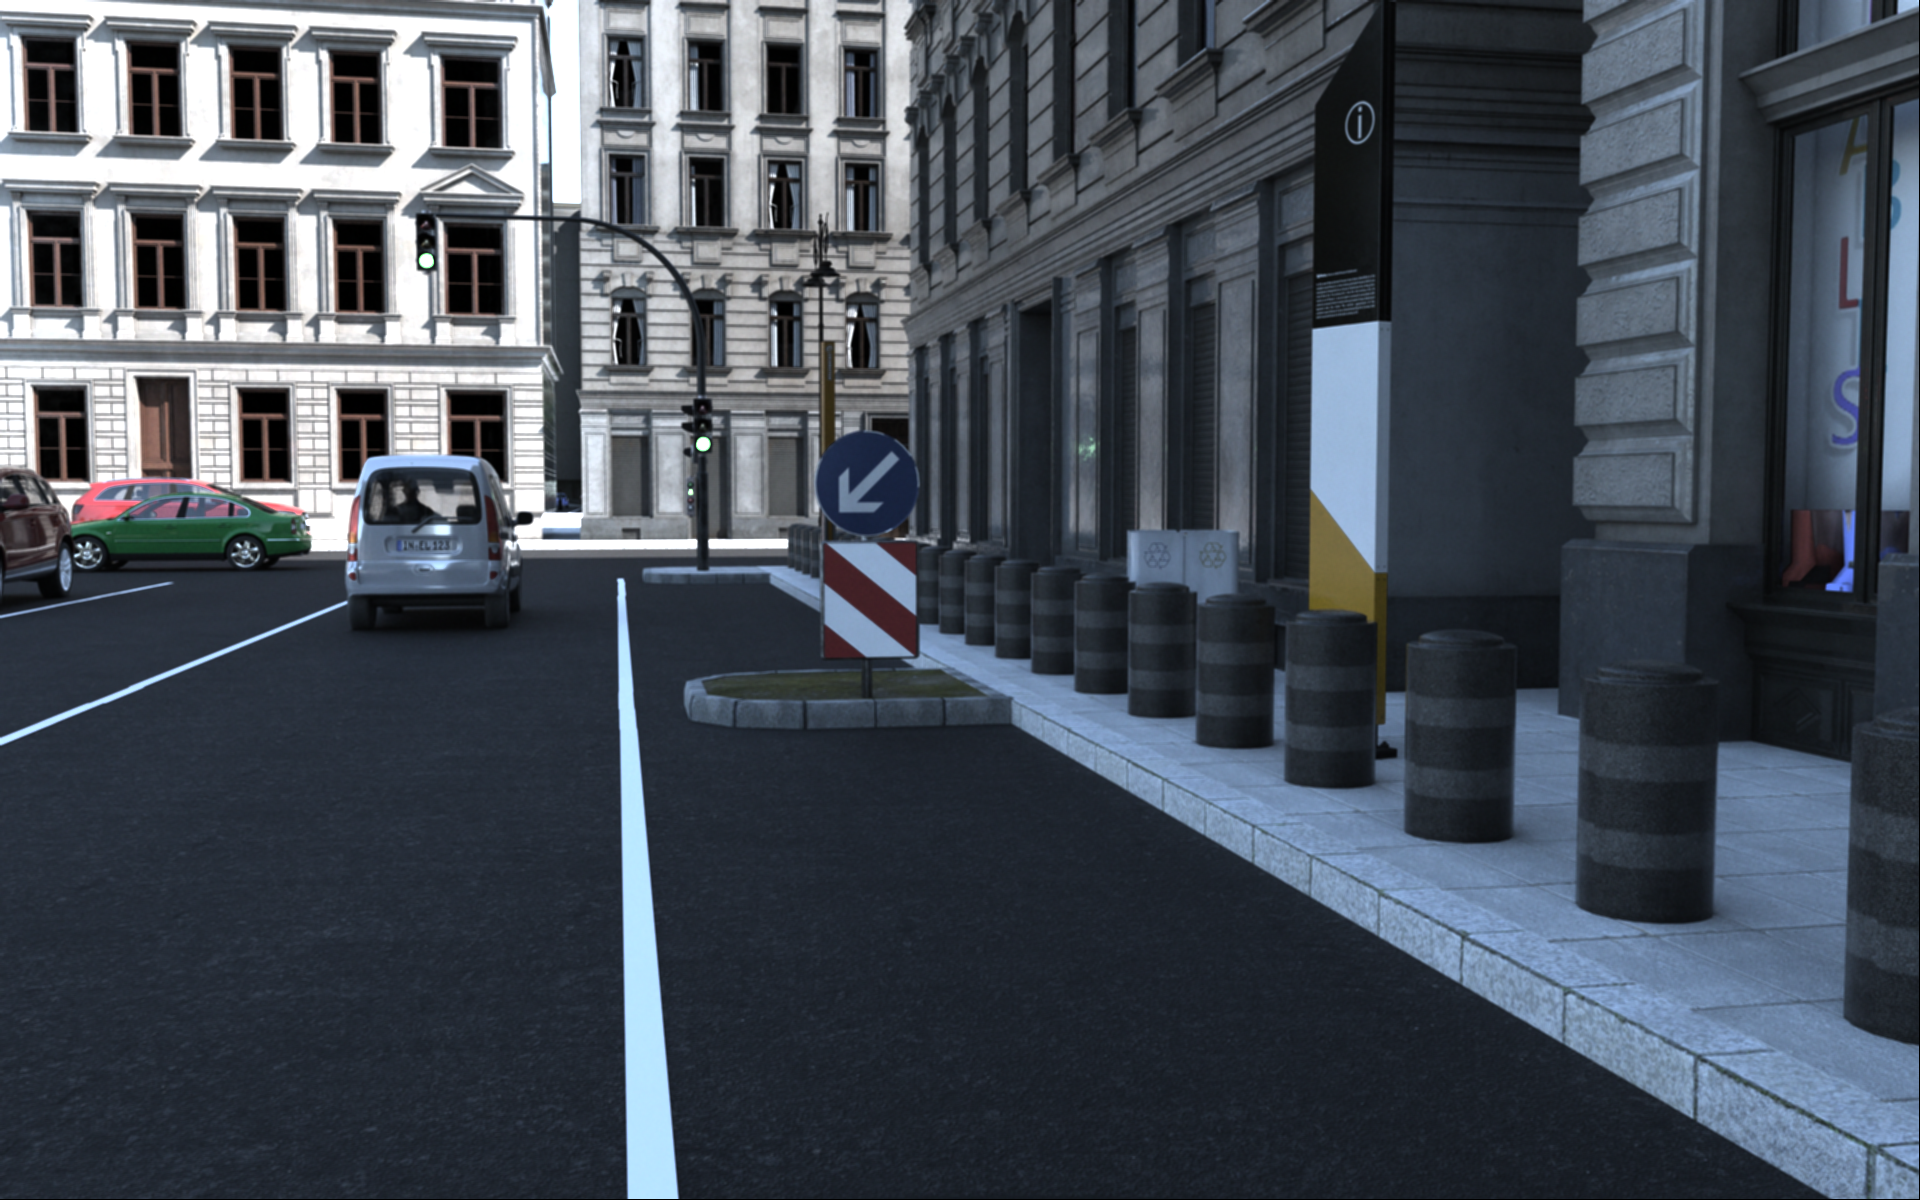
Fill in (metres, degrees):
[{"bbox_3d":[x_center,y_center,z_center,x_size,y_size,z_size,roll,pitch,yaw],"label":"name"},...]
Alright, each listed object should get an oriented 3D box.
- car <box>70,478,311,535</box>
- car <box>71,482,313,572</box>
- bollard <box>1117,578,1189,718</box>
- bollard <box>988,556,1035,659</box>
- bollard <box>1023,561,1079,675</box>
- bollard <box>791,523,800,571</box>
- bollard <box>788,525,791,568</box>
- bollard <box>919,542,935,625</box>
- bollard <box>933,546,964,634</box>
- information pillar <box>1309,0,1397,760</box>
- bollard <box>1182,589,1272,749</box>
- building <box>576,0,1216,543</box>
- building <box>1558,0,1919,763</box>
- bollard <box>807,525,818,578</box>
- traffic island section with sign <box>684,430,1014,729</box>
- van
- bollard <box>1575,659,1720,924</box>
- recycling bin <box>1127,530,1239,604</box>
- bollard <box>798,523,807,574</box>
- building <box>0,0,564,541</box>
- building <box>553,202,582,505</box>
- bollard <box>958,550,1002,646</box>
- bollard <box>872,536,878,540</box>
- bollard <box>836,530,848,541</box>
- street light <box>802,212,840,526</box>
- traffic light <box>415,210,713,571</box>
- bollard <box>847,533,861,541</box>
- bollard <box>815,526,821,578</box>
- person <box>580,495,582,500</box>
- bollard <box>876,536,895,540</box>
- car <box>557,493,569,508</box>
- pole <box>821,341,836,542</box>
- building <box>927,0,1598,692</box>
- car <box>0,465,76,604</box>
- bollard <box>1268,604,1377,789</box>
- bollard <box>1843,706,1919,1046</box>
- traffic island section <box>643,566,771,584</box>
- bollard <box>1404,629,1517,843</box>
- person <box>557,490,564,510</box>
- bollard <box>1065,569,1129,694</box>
[{"bbox_3d":[-18.355,-2.002,41.411,5.304,1.827,2.281,-1,4,-13],"label":"car"},{"bbox_3d":[-14.770,-1.464,32.726,4.718,1.807,1.959,-1,4,-11],"label":"car"},{"bbox_3d":[1.179,0.284,10.081,0.404,0.777,0.398,0,3,0],"label":"bollard"},{"bbox_3d":[0.475,0.067,13.629,0.404,0.777,0.398,0,3,0],"label":"bollard"},{"bbox_3d":[0.711,0.139,12.448,0.404,0.777,0.398,0,3,0],"label":"bollard"},{"bbox_3d":[-2.569,-0.873,28.998,0.404,0.777,0.398,0,3,0],"label":"bollard"},{"bbox_3d":[-2.802,-0.946,30.177,0.404,0.777,0.398,0,3,0],"label":"bollard"},{"bbox_3d":[-0.229,-0.151,17.180,0.404,0.777,0.398,0,3,0],"label":"bollard"},{"bbox_3d":[0.006,-0.079,16.001,0.404,0.777,0.398,0,3,0],"label":"bollard"},{"bbox_3d":[1.923,-1.048,8.494,0.183,3.616,0.504,-2,4,-30],"label":"information pillar"},{"bbox_3d":[1.413,0.356,8.893,0.404,0.777,0.398,0,3,0],"label":"bollard"},{"bbox_3d":[-2.587,-12.484,53.271,18.267,20.994,9.793,-1,4,-11],"label":"building"},{"bbox_3d":[9.973,-10.543,1.259,11.050,23.489,19.941,-1,4,-11],"label":"building"},{"bbox_3d":[-2.098,-0.728,26.623,0.404,0.777,0.398,0,3,0],"label":"bollard"},{"bbox_3d":[-0.826,-0.179,11.549,1.989,1.847,2.006,-1,4,-11],"label":"traffic island section with sign"},{"bbox_3d":[-5.940,-0.783,19.815,2.013,2.044,4.112,-1,4,-12],"label":"van"},{"bbox_3d":[2.119,0.573,5.342,0.404,0.777,0.398,0,3,0],"label":"bollard"},{"bbox_3d":[1.523,0.038,11.929,0.722,1.027,0.722,0,4,3],"label":"recycling bin"},{"bbox_3d":[-2.342,-0.801,27.818,0.404,0.777,0.398,0,3,0],"label":"bollard"},{"bbox_3d":[-22.104,-13.099,50.329,21.152,22.565,11.583,-1,4,-11],"label":"building"},{"bbox_3d":[-56.013,-32.042,215.764,23.993,40.220,32.217,-1,4,-11],"label":"building"},{"bbox_3d":[0.241,-0.006,14.814,0.404,0.777,0.398,0,3,0],"label":"bollard"},{"bbox_3d":[-0.930,-0.367,20.724,0.404,0.777,0.398,0,3,0],"label":"bollard"},{"bbox_3d":[-1.400,-0.512,23.081,0.404,0.777,0.398,0,3,0],"label":"bollard"},{"bbox_3d":[-2.301,-3.423,28.747,0.468,5.910,1.993,-1,4,-11],"label":"street light"},{"bbox_3d":[-6.379,-3.288,28.433,4.771,5.953,1.251,-1,4,-11],"label":"traffic light"},{"bbox_3d":[-1.166,-0.439,21.902,0.404,0.777,0.398,0,3,0],"label":"bollard"},{"bbox_3d":[-1.863,-0.656,25.440,0.404,0.777,0.398,0,3,0],"label":"bollard"},{"bbox_3d":[-30.328,-7.996,140.174,0.756,1.711,0.436,1,4,12],"label":"person"},{"bbox_3d":[-0.697,-0.295,19.545,0.404,0.777,0.398,0,3,0],"label":"bollard"},{"bbox_3d":[-41.169,-10.313,178.207,1.945,1.707,3.694,-1,4,-13],"label":"car"},{"bbox_3d":[-1.771,-1.801,23.297,0.158,3.312,0.155,0,3,0],"label":"pole"},{"bbox_3d":[5.426,-10.460,20.171,9.793,20.994,18.267,-1,4,-11],"label":"building"},{"bbox_3d":[-13.015,-0.832,22.283,2.281,1.827,5.304,-1,4,-13],"label":"car"},{"bbox_3d":[1.649,0.428,7.715,0.404,0.777,0.398,0,3,0],"label":"bollard"},{"bbox_3d":[2.354,0.646,4.157,0.404,0.777,0.398,0,3,0],"label":"bollard"},{"bbox_3d":[-4.302,-0.417,29.100,2.009,0.180,2.903,-1,4,-11],"label":"traffic island section"},{"bbox_3d":[1.885,0.500,6.534,0.404,0.777,0.398,0,3,0],"label":"bollard"},{"bbox_3d":[-35.290,-8.825,152.771,0.705,1.826,1.348,2,4,24],"label":"person"},{"bbox_3d":[0.944,0.211,11.260,0.404,0.777,0.398,0,3,0],"label":"bollard"}]
